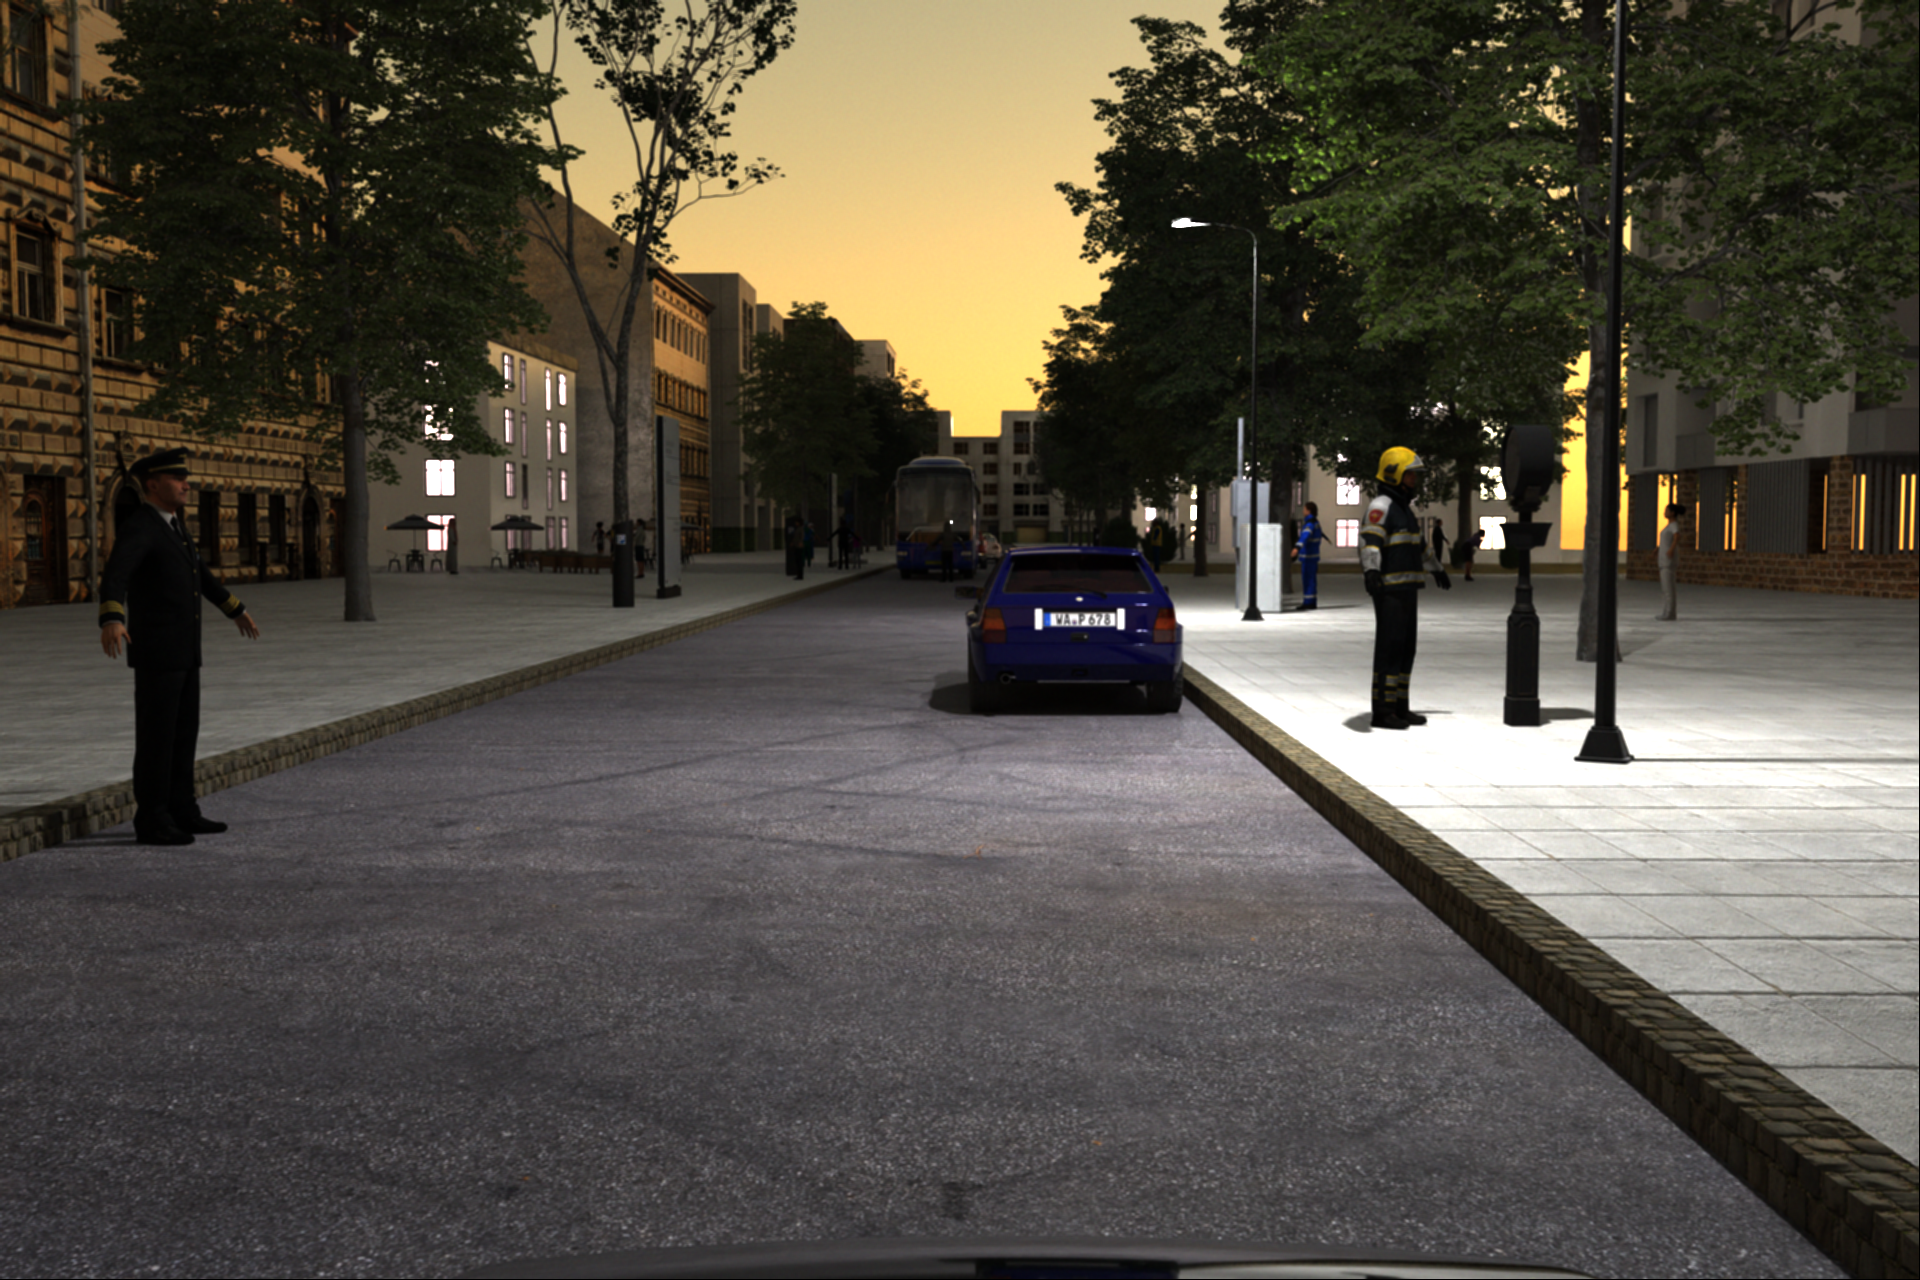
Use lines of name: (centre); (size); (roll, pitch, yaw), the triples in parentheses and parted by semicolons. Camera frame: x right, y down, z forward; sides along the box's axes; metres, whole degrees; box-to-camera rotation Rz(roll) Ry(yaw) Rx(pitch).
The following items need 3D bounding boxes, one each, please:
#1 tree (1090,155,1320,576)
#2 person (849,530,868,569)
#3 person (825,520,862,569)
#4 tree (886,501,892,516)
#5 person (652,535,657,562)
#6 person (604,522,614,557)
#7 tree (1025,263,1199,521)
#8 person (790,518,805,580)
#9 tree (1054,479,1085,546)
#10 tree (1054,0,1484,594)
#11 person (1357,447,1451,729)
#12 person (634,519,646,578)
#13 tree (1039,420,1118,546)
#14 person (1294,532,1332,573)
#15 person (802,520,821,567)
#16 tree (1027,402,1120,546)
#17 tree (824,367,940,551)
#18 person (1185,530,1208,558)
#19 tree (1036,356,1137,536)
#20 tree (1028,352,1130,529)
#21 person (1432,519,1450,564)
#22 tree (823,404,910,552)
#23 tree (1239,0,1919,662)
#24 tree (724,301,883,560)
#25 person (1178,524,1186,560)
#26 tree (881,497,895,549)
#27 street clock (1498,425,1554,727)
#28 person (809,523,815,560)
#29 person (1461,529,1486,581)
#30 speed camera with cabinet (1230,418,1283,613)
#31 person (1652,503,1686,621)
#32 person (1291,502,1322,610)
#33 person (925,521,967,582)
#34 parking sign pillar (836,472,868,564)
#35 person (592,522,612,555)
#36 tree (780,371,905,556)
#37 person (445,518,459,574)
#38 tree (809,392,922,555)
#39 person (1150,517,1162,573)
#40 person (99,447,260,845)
tree: (7.511, -8.184, 51.943); (7.486, 12.596, 7.792); (0, 3, 0)
person: (-3.868, -3.382, 64.562); (0.991, 1.433, 0.599); (-2, 4, -25)
person: (-4.239, -3.473, 62.967); (1.347, 1.806, 0.705); (-1, 4, -10)
tree: (-5.665, -12.681, 157.693); (4.737, 8.622, 4.395); (0, 3, 0)
person: (-13.957, -4.521, 80.050); (0.704, 1.812, 1.346); (0, 4, 4)
person: (-16.878, -4.819, 84.568); (1.354, 1.856, 0.705); (1, 4, 9)
tree: (7.962, -10.817, 83.512); (9.857, 13.997, 8.962); (0, 3, 0)
person: (-4.600, -2.568, 48.751); (0.721, 1.744, 1.215); (-1, 4, -18)
tree: (9.492, -12.442, 153.796); (4.360, 8.622, 3.978); (0, 3, 0)
tree: (6.872, -7.975, 37.039); (9.857, 13.997, 8.962); (0, 3, 0)
person: (2.921, -0.351, 11.506); (0.704, 1.858, 1.351); (2, 4, 35)
person: (-9.352, -2.651, 50.169); (0.721, 1.735, 1.217); (0, 4, 8)
tree: (9.561, -11.722, 126.069); (8.767, 10.594, 7.601); (2, 4, 24)
person: (11.545, -3.070, 56.654); (1.216, 1.772, 0.721); (1, 4, 9)
person: (-5.992, -3.737, 67.224); (1.347, 1.817, 0.704); (-2, 4, -24)
tree: (9.721, -13.925, 138.041); (12.009, 13.543, 11.850); (0, 3, 0)
tree: (-6.180, -13.811, 132.458); (9.857, 13.997, 8.962); (0, 3, 0)
person: (12.858, -5.391, 93.911); (1.354, 1.858, 0.705); (-1, 4, -14)
tree: (8.294, -10.717, 100.979); (9.928, 11.665, 9.643); (0, 3, 0)
tree: (9.106, -12.452, 113.957); (12.009, 13.543, 11.850); (0, 3, 0)
person: (16.511, -3.269, 59.666); (0.704, 1.802, 1.346); (0, 4, -6)
tree: (-6.151, -11.414, 121.032); (7.601, 10.594, 8.767); (-1, 4, -8)
tree: (6.158, -6.077, 17.481); (7.486, 12.596, 7.792); (0, 3, 0)
tree: (-7.558, -10.167, 84.363); (7.486, 12.596, 7.792); (0, 3, 0)
person: (11.033, -4.895, 86.218); (0.705, 1.806, 1.347); (0, 4, -3)
tree: (-6.325, -11.976, 146.171); (4.360, 8.622, 3.978); (0, 3, 0)
street clock: (3.770, -0.428, 11.571); (0.358, 2.002, 0.471); (0, 4, 2)
person: (-7.539, -4.984, 87.338); (0.705, 1.847, 1.347); (1, 4, 14)
person: (14.043, -2.332, 47.404); (0.697, 1.427, 0.421); (0, 4, -7)
speed camera with cabinet: (4.944, -2.111, 28.857); (0.660, 3.252, 2.038); (0, 4, 2)
person: (10.490, -1.165, 25.813); (0.721, 1.739, 1.217); (1, 4, 12)
person: (5.909, -1.433, 29.409); (0.704, 1.831, 1.345); (2, 4, 26)
person: (-0.392, -2.631, 51.595); (1.348, 1.813, 0.705); (-2, 4, -23)
parking sign pillar: (-4.714, -5.291, 74.975); (1.447, 3.967, 1.447); (0, 4, 2)
person: (-15.942, -4.327, 76.884); (1.345, 1.843, 0.704); (3, 5, 39)
tree: (-6.763, -10.120, 99.876); (8.767, 10.594, 7.601); (1, 4, 17)
person: (-16.271, -3.026, 55.624); (0.704, 1.811, 1.347); (-1, 4, -15)
tree: (-6.070, -10.654, 108.608); (8.767, 10.594, 7.601); (1, 4, 17)
person: (6.473, -3.145, 57.395); (0.705, 1.833, 1.349); (1, 4, 11)
person: (-3.694, 0.017, 8.120); (0.705, 1.837, 1.347); (0, 4, 3)
